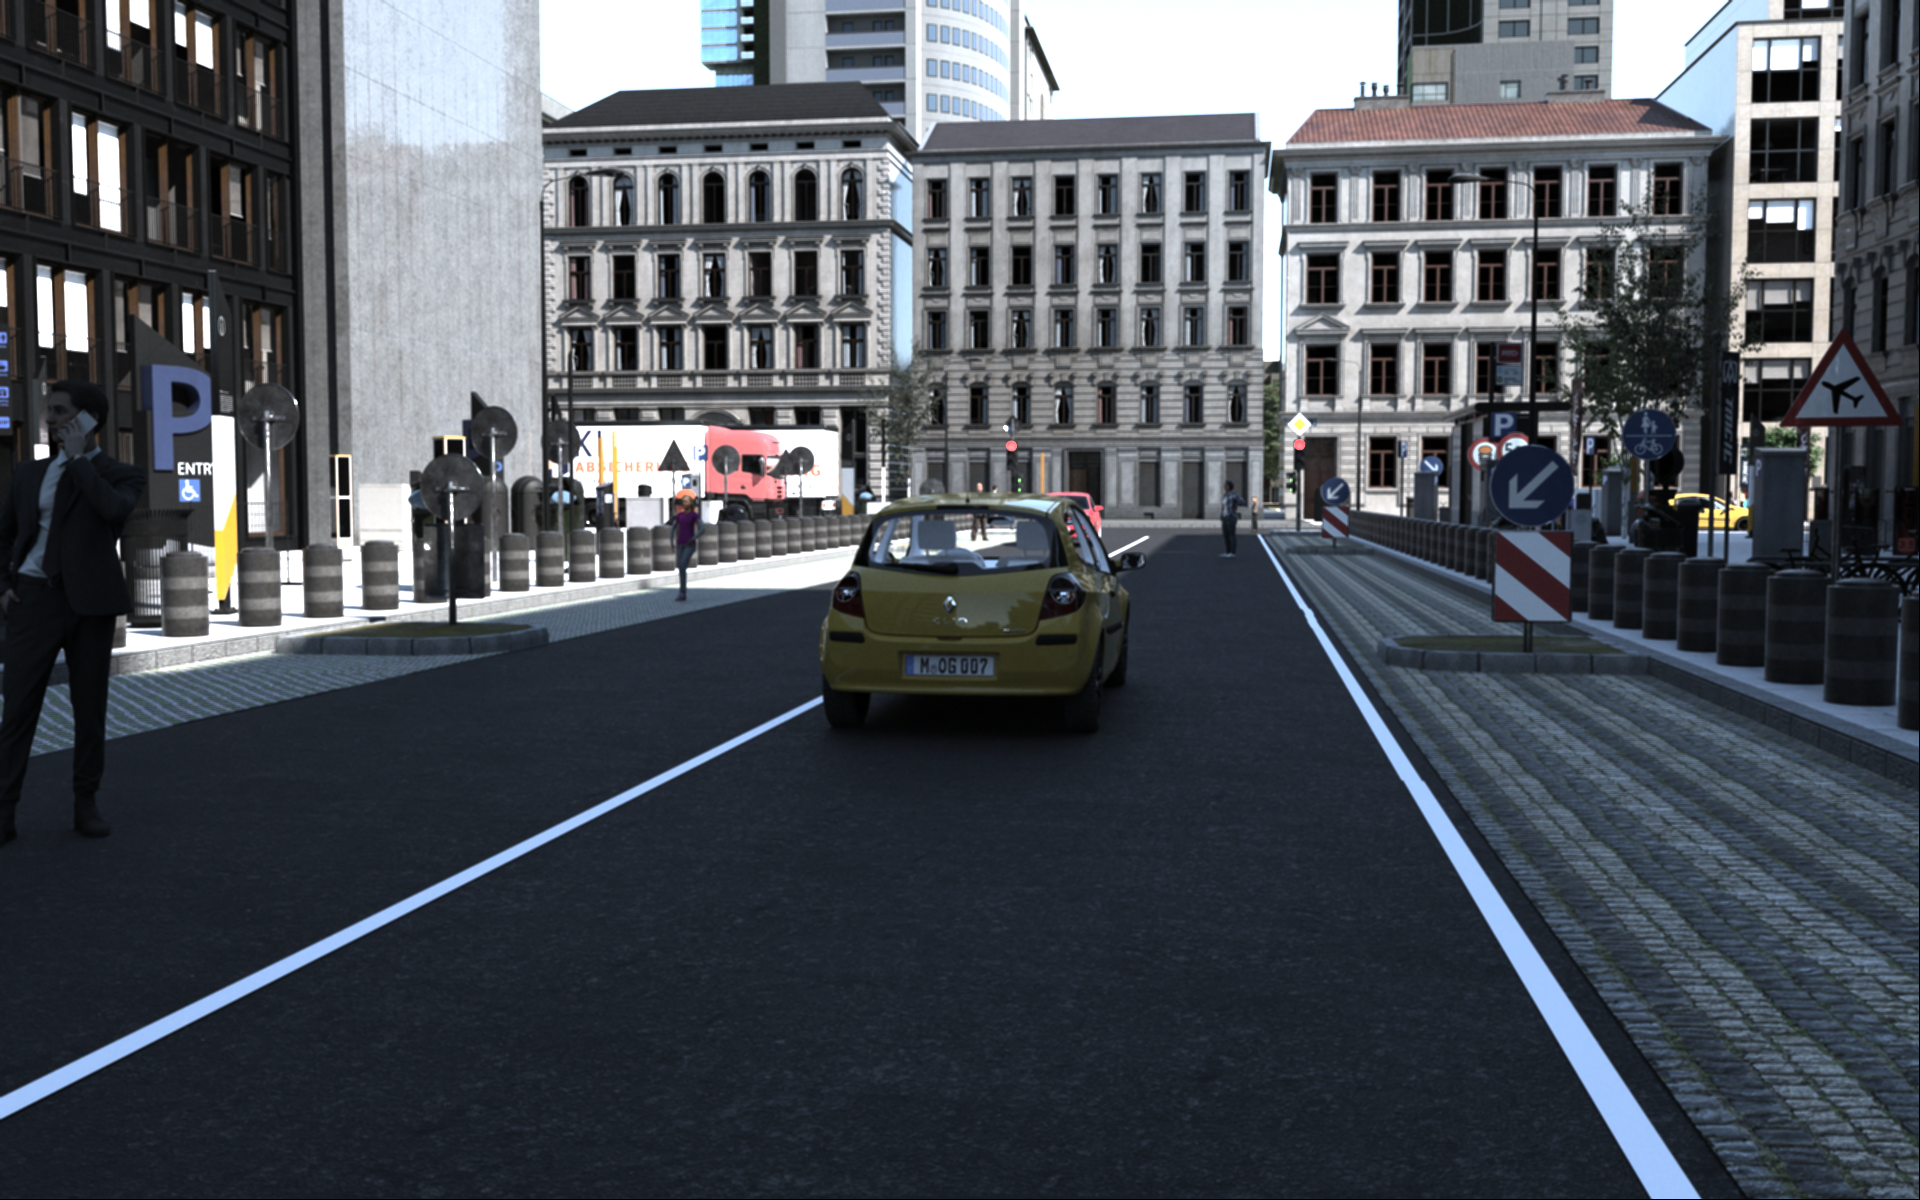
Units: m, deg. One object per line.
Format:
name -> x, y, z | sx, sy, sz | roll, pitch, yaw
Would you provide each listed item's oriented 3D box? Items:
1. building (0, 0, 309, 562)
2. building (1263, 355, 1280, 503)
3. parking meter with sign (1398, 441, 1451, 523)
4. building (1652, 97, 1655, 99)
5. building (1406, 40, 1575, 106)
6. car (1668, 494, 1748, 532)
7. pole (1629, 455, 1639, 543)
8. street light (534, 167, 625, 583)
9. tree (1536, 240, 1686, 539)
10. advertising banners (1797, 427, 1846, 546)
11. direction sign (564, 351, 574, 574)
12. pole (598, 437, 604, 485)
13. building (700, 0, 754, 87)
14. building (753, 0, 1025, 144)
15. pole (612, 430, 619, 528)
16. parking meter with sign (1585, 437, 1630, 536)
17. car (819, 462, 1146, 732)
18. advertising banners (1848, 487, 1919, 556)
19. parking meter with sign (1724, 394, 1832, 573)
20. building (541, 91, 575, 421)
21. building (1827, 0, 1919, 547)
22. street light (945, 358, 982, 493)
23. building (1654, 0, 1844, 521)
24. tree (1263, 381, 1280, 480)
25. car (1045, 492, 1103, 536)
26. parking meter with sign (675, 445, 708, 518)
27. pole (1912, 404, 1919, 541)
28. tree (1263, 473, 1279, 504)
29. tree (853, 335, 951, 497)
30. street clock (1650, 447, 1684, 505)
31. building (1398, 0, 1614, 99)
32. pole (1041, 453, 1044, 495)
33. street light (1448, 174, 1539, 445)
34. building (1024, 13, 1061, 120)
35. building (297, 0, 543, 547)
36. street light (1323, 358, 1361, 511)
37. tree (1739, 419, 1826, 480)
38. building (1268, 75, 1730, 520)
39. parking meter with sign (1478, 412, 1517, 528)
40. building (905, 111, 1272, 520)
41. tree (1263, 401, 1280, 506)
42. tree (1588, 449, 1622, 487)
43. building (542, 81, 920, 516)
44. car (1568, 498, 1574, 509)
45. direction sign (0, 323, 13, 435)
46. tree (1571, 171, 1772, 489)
building -> -22.176, -12.376, 32.028 | 12.332, 23.373, 15.834 | 1, 4, 9
building -> 48.984, -25.116, 255.692 | 28.899, 21.520, 27.650 | 1, 4, 9
parking meter with sign -> 15.124, -3.665, 56.176 | 1.738, 3.016, 0.543 | 3, 4, 37
building -> 77.209, -33.137, 191.903 | 14.200, 45.320, 14.600 | 1, 4, 9
building -> 48.229, -29.189, 160.838 | 14.154, 41.232, 14.086 | 1, 4, 9
car -> 27.521, -3.289, 64.004 | 3.980, 1.641, 2.015 | 0, 4, 8
pole -> 17.527, -3.128, 44.987 | 0.158, 3.312, 0.155 | 0, 3, 0
street light -> -5.454, -3.200, 24.863 | 1.470, 5.913, 1.316 | 1, 4, 9
tree -> 18.850, -6.061, 49.458 | 4.737, 8.622, 4.395 | 0, 3, 0
advertising banners -> 21.182, -2.833, 42.515 | 0.090, 3.025, 2.074 | -1, 4, -11
direction sign -> -6.263, -2.197, 27.915 | 0.379, 3.537, 0.876 | -1, 4, -15
pole -> -12.917, -4.192, 62.378 | 0.158, 3.312, 0.155 | 0, 3, 0
building -> -26.002, -58.074, 262.183 | 31.000, 86.520, 22.319 | 1, 4, 9
building -> -6.004, -38.052, 164.151 | 21.231, 58.520, 28.212 | 1, 4, 9
pole -> -11.073, -3.778, 55.616 | 0.158, 3.312, 0.155 | 0, 3, 0
parking meter with sign -> 20.019, -3.463, 52.874 | 1.738, 3.016, 0.543 | -1, 4, -9
car -> 0.241, -0.106, 11.956 | 2.015, 1.641, 3.980 | 1, 4, 9
advertising banners -> 19.691, -2.437, 36.033 | 2.074, 3.025, 0.090 | 1, 4, 20
parking meter with sign -> 13.344, -1.951, 28.156 | 1.738, 3.016, 0.543 | 0, 4, 5
building -> -44.610, -19.947, 102.543 | 44.131, 29.872, 17.030 | 1, 4, 9
building -> 26.708, -11.488, 36.975 | 9.793, 20.994, 18.267 | 1, 4, 9
street light -> 0.064, -5.302, 59.229 | 1.470, 5.913, 1.316 | 1, 4, 9
building -> 54.478, -17.341, 88.047 | 34.151, 26.468, 19.350 | 1, 4, 9
tree -> 28.855, -14.270, 151.440 | 7.486, 12.596, 7.792 | 0, 3, 0
car -> 2.969, -2.419, 48.591 | 2.155, 1.783, 4.494 | 0, 4, 8
parking meter with sign -> -9.528, -3.965, 61.087 | 0.543, 3.016, 1.738 | 1, 4, 19
pole -> 21.686, -2.775, 39.221 | 0.158, 3.312, 0.155 | 0, 3, 0
tree -> 39.191, -16.240, 215.892 | 4.360, 8.622, 3.978 | 0, 3, 0
tree -> -2.597, -7.886, 79.306 | 4.360, 8.622, 3.978 | 0, 3, 0
street clock -> 10.773, -1.339, 26.460 | 0.358, 2.002, 0.471 | -2, 4, -29
building -> 53.607, -45.173, 176.830 | 20.563, 71.187, 20.611 | 1, 4, 9
pole -> 4.102, -5.647, 86.169 | 0.158, 3.312, 0.155 | 0, 3, 0
street light -> 7.781, -3.222, 25.227 | 1.470, 5.913, 1.316 | 1, 4, 9
building -> -3.698, -37.212, 197.661 | 27.495, 52.752, 28.713 | 1, 4, 9
building -> -23.557, -14.108, 48.689 | 19.932, 24.808, 12.078 | 1, 4, 9
street light -> 13.099, -5.303, 59.237 | 1.470, 5.913, 1.316 | 1, 4, 9
tree -> 35.007, -5.508, 73.772 | 4.285, 4.588, 4.351 | 0, 3, 0
building -> 26.591, -15.466, 89.030 | 21.152, 22.565, 11.583 | 1, 4, 9
parking meter with sign -> 11.611, -2.533, 37.680 | 0.543, 3.016, 1.738 | 0, 4, 5
building -> 6.992, -14.811, 91.313 | 18.267, 20.994, 9.793 | 1, 4, 9
tree -> 34.093, -16.015, 183.908 | 6.751, 12.117, 7.091 | 0, 3, 0
tree -> 27.944, -4.848, 73.864 | 1.663, 3.219, 1.824 | 0, 3, 0
building -> -12.067, -16.277, 95.000 | 19.941, 23.489, 11.050 | 1, 4, 9
car -> 20.532, -3.028, 62.094 | 3.894, 1.354, 1.945 | 1, 4, 10
direction sign -> -13.015, -1.890, 22.903 | 0.876, 3.537, 0.379 | -1, 4, -23
tree -> 16.452, -5.511, 40.461 | 4.360, 8.622, 3.978 | 0, 3, 0
